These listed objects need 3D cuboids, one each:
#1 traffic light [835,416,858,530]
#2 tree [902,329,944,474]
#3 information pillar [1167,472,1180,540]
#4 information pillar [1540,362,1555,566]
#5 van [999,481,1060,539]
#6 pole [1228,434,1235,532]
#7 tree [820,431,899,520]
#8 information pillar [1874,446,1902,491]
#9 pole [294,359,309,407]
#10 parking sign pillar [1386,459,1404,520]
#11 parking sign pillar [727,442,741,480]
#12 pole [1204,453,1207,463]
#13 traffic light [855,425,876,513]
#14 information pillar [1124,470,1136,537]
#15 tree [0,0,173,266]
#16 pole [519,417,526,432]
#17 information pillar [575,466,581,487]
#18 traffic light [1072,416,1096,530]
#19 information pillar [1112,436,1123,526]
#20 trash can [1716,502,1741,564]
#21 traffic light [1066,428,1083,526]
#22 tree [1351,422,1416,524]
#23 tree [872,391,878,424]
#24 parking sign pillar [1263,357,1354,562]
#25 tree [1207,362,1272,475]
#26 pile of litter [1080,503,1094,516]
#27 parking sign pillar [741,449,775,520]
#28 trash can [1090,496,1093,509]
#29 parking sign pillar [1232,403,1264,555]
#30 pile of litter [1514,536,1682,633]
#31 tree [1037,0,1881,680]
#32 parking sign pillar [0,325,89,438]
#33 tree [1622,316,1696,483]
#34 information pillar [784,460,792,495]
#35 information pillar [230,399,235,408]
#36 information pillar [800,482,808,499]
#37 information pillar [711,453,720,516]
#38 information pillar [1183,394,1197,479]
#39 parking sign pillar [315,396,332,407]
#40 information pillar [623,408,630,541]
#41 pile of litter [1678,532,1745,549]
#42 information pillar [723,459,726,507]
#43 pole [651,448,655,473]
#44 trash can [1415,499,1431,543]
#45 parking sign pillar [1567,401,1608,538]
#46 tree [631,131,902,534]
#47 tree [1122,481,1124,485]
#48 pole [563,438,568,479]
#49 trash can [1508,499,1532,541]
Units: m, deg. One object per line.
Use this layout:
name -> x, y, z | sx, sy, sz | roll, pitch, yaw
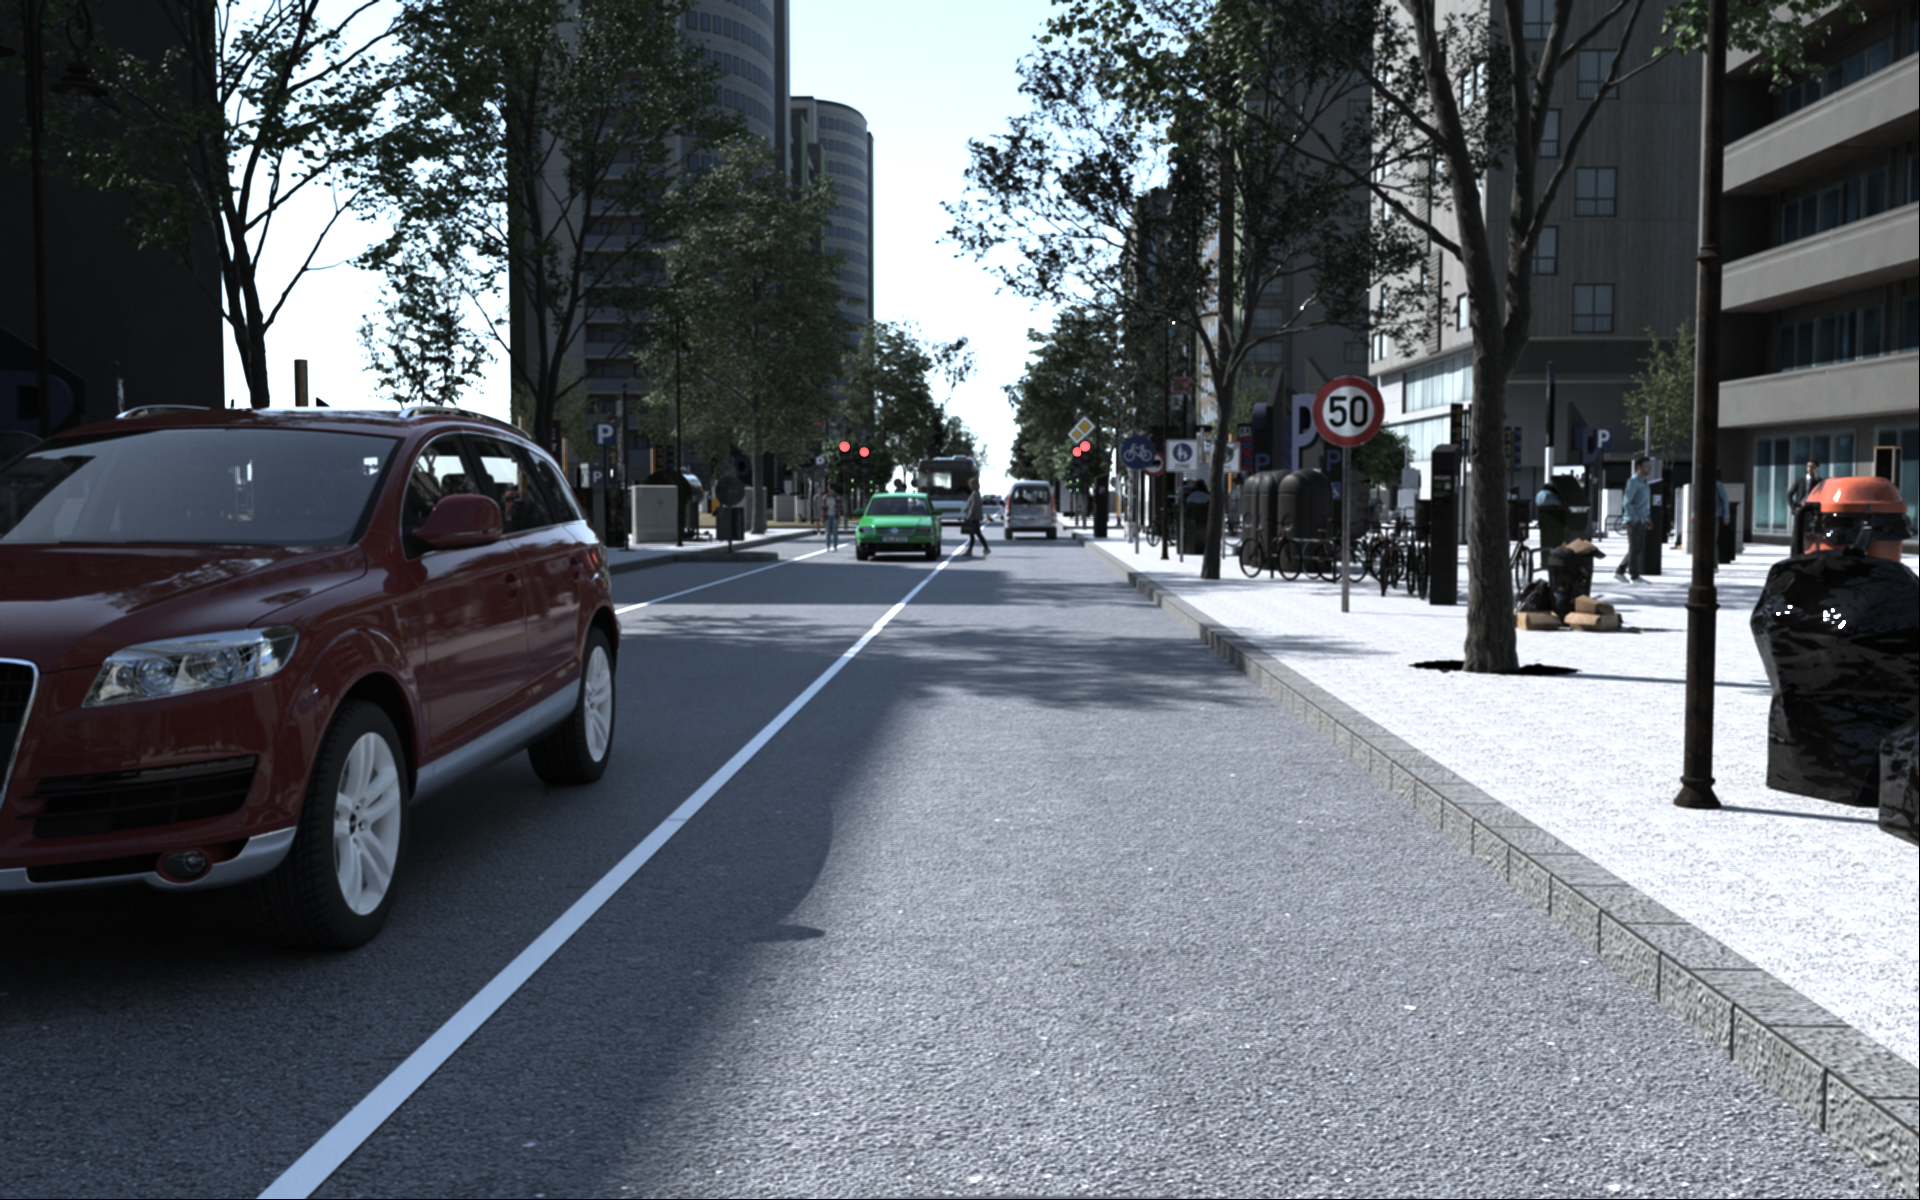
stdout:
traffic light -> -4.105, -4.492, 62.364 | 0.839, 4.253, 0.868 | 0, 4, 2
tree -> -4.694, -11.820, 111.391 | 7.486, 12.596, 7.792 | 0, 3, 0
information pillar -> 5.955, -2.690, 48.469 | 0.304, 2.012, 0.304 | 1, 4, 22
information pillar -> 10.422, -2.402, 30.632 | 0.183, 3.616, 0.504 | 1, 4, 12
van -> 2.259, -3.000, 56.059 | 2.013, 2.044, 4.112 | 0, 4, 1
pole -> 9.232, -3.979, 58.897 | 0.158, 3.312, 0.155 | 0, 3, 0
tree -> -5.407, -6.261, 86.075 | 4.285, 4.588, 4.351 | 0, 3, 0
information pillar -> 14.339, -1.366, 26.819 | 0.304, 2.012, 0.304 | -3, 5, -44
pole -> -9.952, -1.982, 26.249 | 0.158, 3.312, 0.155 | 0, 3, 0
parking sign pillar -> 21.580, -5.925, 85.339 | 1.447, 3.967, 1.447 | -2, 4, -35
parking sign pillar -> -11.391, -6.199, 89.825 | 1.447, 3.967, 1.447 | -3, 5, -40
pole -> 12.193, -5.649, 86.208 | 0.158, 3.312, 0.155 | 0, 3, 0
traffic light -> -3.841, -4.980, 70.345 | 0.839, 4.253, 0.868 | 0, 4, 2
information pillar -> 5.069, -2.866, 51.352 | 0.304, 2.012, 0.304 | -1, 4, -23
tree -> -8.561, -5.802, 20.619 | 9.928, 11.665, 9.643 | 0, 3, 0
pole -> -11.525, -3.173, 45.717 | 0.158, 3.312, 0.155 | 0, 3, 0
information pillar -> -9.899, -2.511, 45.546 | 0.304, 2.012, 0.304 | 1, 4, 18
traffic light -> 4.452, -4.476, 62.098 | 0.839, 4.253, 0.868 | 0, 4, 2
information pillar -> 6.392, -4.801, 69.846 | 0.183, 3.616, 0.504 | 2, 4, 25
trash can -> 14.005, -1.244, 31.993 | 0.748, 1.137, 0.748 | 0, 3, 0
traffic light -> 4.716, -4.964, 70.079 | 0.839, 4.253, 0.868 | 0, 4, 2
tree -> 18.239, -5.637, 75.880 | 4.285, 4.588, 4.351 | 0, 3, 0
tree -> -4.009, -12.127, 132.695 | 8.767, 10.594, 7.601 | 3, 4, 38
parking sign pillar -> 6.903, -2.753, 33.480 | 1.447, 3.967, 1.447 | -1, 4, -17
tree -> 15.929, -8.893, 95.758 | 4.737, 8.622, 4.395 | 0, 3, 0
pile of litter -> 7.835, -5.435, 102.828 | 1.176, 0.858, 1.719 | -2, 4, -26
parking sign pillar -> -9.639, -5.918, 85.231 | 1.447, 3.967, 1.447 | 2, 4, 24
trash can -> 10.427, -7.595, 135.826 | 0.748, 1.137, 0.748 | 0, 3, 0
parking sign pillar -> 6.485, -2.939, 36.521 | 1.447, 3.967, 1.447 | 1, 4, 19
pile of litter -> 5.790, -0.157, 16.537 | 1.176, 0.858, 1.719 | -3, 4, -38
tree -> 3.890, -5.298, 12.374 | 9.928, 11.665, 9.643 | 0, 3, 0
parking sign pillar -> -14.553, -2.384, 27.452 | 1.447, 3.967, 1.447 | -1, 4, -11
tree -> 29.686, -7.473, 72.546 | 4.737, 8.622, 4.395 | 0, 3, 0
information pillar -> -10.392, -6.943, 104.866 | 0.504, 3.616, 0.183 | 0, 4, 4
information pillar -> -17.768, -3.120, 42.362 | 0.183, 3.616, 0.504 | -1, 4, -16
information pillar -> -8.244, -5.321, 91.490 | 0.304, 2.012, 0.304 | 1, 4, 20
information pillar -> -14.080, -6.626, 99.694 | 0.504, 3.616, 0.183 | 1, 4, 9
information pillar -> 5.400, -3.025, 40.810 | 0.183, 3.616, 0.504 | 3, 4, 38
parking sign pillar -> -17.148, -3.628, 47.787 | 1.447, 3.967, 1.447 | 0, 4, 5
information pillar -> -9.203, -3.442, 47.629 | 0.183, 3.616, 0.504 | -1, 4, -8
pile of litter -> 17.352, -1.602, 40.165 | 1.719, 0.858, 1.176 | 1, 4, 15
information pillar -> -15.628, -7.625, 116.017 | 0.504, 3.616, 0.183 | 2, 4, 27
pole -> -13.662, -5.097, 77.182 | 0.158, 3.312, 0.155 | 0, 3, 0
trash can -> 12.439, -2.098, 45.956 | 0.748, 1.137, 0.748 | 0, 3, 0
parking sign pillar -> 18.287, -3.812, 50.806 | 1.447, 3.967, 1.447 | -3, 5, -44
tree -> -6.672, -8.391, 55.325 | 7.486, 12.596, 7.792 | 0, 3, 0
tree -> 13.062, -8.243, 129.378 | 1.663, 3.219, 1.824 | 0, 3, 0
pole -> -14.363, -4.236, 63.107 | 0.158, 3.312, 0.155 | 0, 3, 0
trash can -> 15.228, -2.180, 47.303 | 0.748, 1.137, 0.748 | 0, 3, 0
